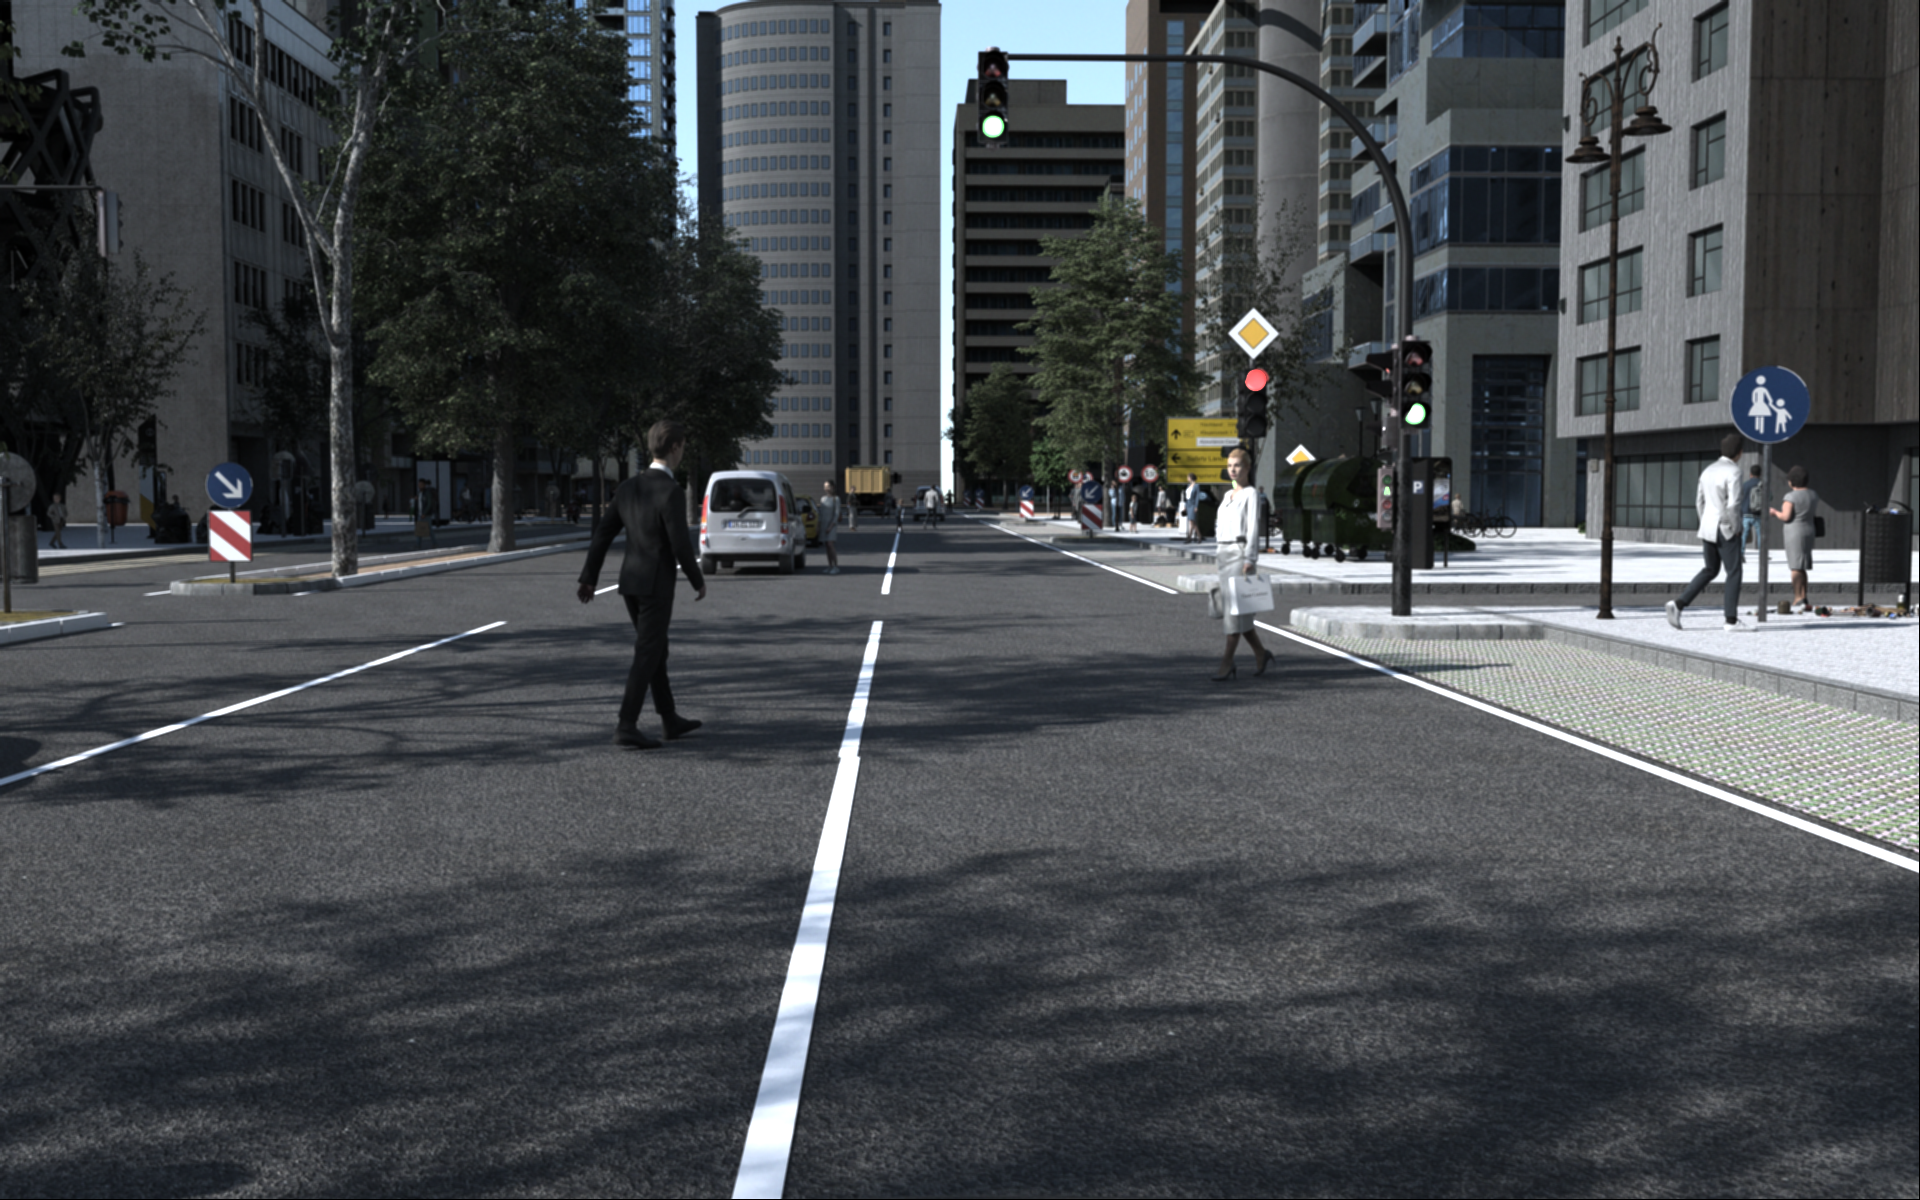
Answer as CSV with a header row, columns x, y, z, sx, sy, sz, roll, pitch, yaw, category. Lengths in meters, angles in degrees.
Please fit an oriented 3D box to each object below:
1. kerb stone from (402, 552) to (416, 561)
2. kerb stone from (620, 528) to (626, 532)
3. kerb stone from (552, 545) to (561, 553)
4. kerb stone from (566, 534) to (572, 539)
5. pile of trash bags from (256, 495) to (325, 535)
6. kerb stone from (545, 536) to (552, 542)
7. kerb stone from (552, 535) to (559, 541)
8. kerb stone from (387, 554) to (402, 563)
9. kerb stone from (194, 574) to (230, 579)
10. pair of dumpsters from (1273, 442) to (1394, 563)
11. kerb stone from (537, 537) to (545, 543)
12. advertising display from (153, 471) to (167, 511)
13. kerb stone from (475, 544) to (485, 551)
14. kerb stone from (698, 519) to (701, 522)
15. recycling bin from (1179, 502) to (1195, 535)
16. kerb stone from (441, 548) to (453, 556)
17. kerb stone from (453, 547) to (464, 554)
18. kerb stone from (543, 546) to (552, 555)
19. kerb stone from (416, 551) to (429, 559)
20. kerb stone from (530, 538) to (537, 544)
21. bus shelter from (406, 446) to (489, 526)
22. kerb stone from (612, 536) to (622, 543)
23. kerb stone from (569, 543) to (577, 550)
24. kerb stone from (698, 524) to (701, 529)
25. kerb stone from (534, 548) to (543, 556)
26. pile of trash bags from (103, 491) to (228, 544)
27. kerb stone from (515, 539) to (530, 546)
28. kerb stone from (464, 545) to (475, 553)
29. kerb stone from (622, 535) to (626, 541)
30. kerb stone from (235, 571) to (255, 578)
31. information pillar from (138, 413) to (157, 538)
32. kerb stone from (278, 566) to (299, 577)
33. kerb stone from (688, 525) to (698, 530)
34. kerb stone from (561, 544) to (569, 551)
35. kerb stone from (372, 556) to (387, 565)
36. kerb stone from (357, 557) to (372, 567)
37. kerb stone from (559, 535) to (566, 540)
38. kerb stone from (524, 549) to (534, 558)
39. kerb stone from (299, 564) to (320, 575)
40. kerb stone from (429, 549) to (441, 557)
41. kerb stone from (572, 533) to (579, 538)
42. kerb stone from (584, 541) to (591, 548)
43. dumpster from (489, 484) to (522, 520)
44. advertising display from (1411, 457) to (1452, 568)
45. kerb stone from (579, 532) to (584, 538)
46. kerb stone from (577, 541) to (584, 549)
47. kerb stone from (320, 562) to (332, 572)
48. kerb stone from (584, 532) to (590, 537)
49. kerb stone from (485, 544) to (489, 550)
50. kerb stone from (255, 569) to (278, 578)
x,y,z,sx,sy,sz,roll,pitch,yaw,category
-11.912,-0.911,37.095,0.120,0.150,1.000,0,4,-2,kerb stone
-12.797,-2.667,65.797,0.120,0.150,1.000,0,4,-2,kerb stone
-9.972,-1.229,42.286,0.120,0.150,1.000,0,4,-2,kerb stone
-12.448,-1.977,54.547,0.120,0.150,1.000,0,4,-2,kerb stone
-21.242,-2.781,55.220,1.912,1.369,3.447,-2,4,-31,pile of trash bags
-12.355,-1.791,51.474,0.120,0.150,1.000,0,4,-2,kerb stone
-12.393,-1.850,52.497,0.120,0.150,1.000,0,4,-2,kerb stone
-11.873,-0.848,36.065,0.120,0.150,1.000,0,4,-2,kerb stone
-11.602,-0.285,26.850,0.120,0.150,1.000,0,4,-2,kerb stone
7.456,-1.950,34.383,1.574,2.255,4.437,0,4,-2,pair of dumpsters
-12.317,-1.728,50.445,0.120,0.150,1.000,0,4,-2,kerb stone
-22.458,-2.656,48.635,0.123,1.923,0.974,-1,4,-12,advertising display
-12.107,-1.288,43.259,0.120,0.150,1.000,0,4,-2,kerb stone
-13.522,-4.100,89.349,0.120,0.150,1.000,0,4,-2,kerb stone
7.449,-2.595,54.976,0.722,1.027,0.722,-3,5,-41,recycling bin
-12.004,-1.100,40.176,0.120,0.150,1.000,0,4,-2,kerb stone
-12.044,-1.151,41.205,0.120,0.150,1.000,0,4,-2,kerb stone
-9.940,-1.166,41.263,0.120,0.150,1.000,0,4,-2,kerb stone
-11.947,-0.974,38.118,0.120,0.150,1.000,0,4,-2,kerb stone
-12.300,-1.665,49.422,0.120,0.150,1.000,0,4,-2,kerb stone
-21.408,-4.811,72.586,2.014,3.302,5.546,0,4,-2,bus shelter
-10.255,-1.789,51.502,0.120,0.150,1.000,0,4,-2,kerb stone
-10.033,-1.354,44.333,0.120,0.150,1.000,0,4,-2,kerb stone
-10.856,-2.980,70.987,0.120,0.150,1.000,0,4,-2,kerb stone
-9.904,-1.098,40.239,0.120,0.150,1.000,0,4,-2,kerb stone
-20.703,-2.179,45.377,3.447,1.369,1.912,0,4,1,pile of trash bags
-12.264,-1.603,48.400,0.120,0.150,1.000,0,4,-2,kerb stone
-12.073,-1.226,42.237,0.120,0.150,1.000,0,4,-2,kerb stone
-10.287,-1.854,52.524,0.120,0.150,1.000,0,4,-2,kerb stone
-11.631,-0.347,27.872,0.120,0.150,1.000,0,4,-2,kerb stone
-23.485,-3.596,50.149,0.504,3.616,0.183,-1,4,-11,information pillar
-11.693,-0.473,29.922,0.120,0.150,1.000,0,4,-2,kerb stone
-10.825,-2.922,69.964,0.120,0.150,1.000,0,4,-2,kerb stone
-10.009,-1.291,43.308,0.120,0.150,1.000,0,4,-2,kerb stone
-11.859,-0.786,35.043,0.120,0.150,1.000,0,4,-2,kerb stone
-11.824,-0.723,34.021,0.120,0.150,1.000,0,4,-2,kerb stone
-12.421,-1.910,53.519,0.120,0.150,1.000,0,4,-2,kerb stone
-9.883,-1.039,39.217,0.120,0.150,1.000,0,4,-2,kerb stone
-11.719,-0.535,30.945,0.120,0.150,1.000,0,4,-2,kerb stone
-11.977,-1.037,39.150,0.120,0.150,1.000,0,4,-2,kerb stone
-12.476,-2.041,55.569,0.120,0.150,1.000,0,4,-2,kerb stone
-10.108,-1.479,46.382,0.120,0.150,1.000,0,4,-2,kerb stone
-22.259,-4.835,84.811,1.264,1.857,1.865,0,4,-2,dumpster
8.083,-1.527,30.184,0.974,1.923,0.123,-1,4,-9,advertising display
-12.516,-2.103,56.590,0.120,0.150,1.000,0,4,-2,kerb stone
-10.062,-1.415,45.361,0.120,0.150,1.000,0,4,-2,kerb stone
-11.755,-0.598,31.974,0.120,0.150,1.000,0,4,-2,kerb stone
-12.546,-2.166,57.614,0.120,0.150,1.000,0,4,-2,kerb stone
-12.135,-1.345,44.286,0.120,0.150,1.000,0,4,-2,kerb stone
-11.671,-0.410,28.899,0.120,0.150,1.000,0,4,-2,kerb stone
